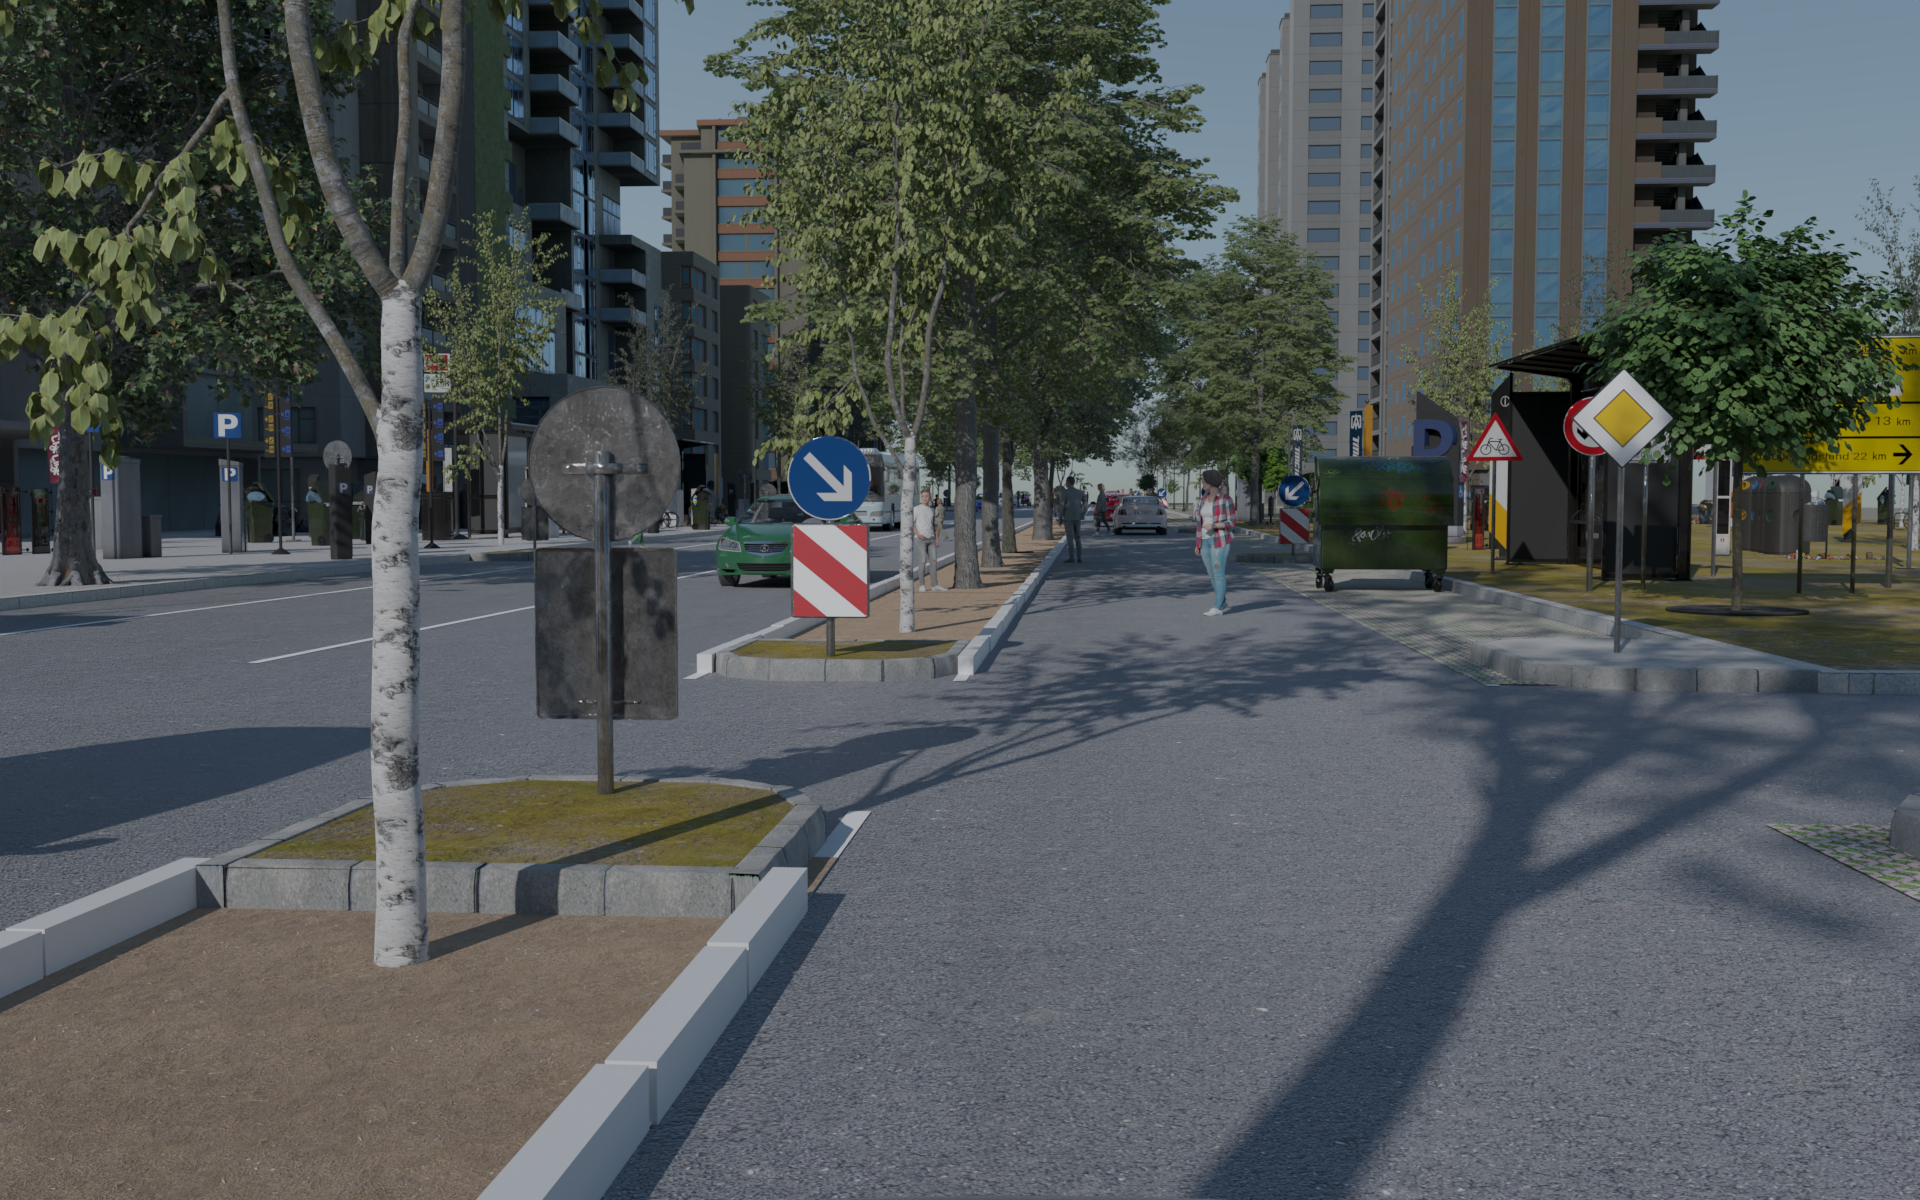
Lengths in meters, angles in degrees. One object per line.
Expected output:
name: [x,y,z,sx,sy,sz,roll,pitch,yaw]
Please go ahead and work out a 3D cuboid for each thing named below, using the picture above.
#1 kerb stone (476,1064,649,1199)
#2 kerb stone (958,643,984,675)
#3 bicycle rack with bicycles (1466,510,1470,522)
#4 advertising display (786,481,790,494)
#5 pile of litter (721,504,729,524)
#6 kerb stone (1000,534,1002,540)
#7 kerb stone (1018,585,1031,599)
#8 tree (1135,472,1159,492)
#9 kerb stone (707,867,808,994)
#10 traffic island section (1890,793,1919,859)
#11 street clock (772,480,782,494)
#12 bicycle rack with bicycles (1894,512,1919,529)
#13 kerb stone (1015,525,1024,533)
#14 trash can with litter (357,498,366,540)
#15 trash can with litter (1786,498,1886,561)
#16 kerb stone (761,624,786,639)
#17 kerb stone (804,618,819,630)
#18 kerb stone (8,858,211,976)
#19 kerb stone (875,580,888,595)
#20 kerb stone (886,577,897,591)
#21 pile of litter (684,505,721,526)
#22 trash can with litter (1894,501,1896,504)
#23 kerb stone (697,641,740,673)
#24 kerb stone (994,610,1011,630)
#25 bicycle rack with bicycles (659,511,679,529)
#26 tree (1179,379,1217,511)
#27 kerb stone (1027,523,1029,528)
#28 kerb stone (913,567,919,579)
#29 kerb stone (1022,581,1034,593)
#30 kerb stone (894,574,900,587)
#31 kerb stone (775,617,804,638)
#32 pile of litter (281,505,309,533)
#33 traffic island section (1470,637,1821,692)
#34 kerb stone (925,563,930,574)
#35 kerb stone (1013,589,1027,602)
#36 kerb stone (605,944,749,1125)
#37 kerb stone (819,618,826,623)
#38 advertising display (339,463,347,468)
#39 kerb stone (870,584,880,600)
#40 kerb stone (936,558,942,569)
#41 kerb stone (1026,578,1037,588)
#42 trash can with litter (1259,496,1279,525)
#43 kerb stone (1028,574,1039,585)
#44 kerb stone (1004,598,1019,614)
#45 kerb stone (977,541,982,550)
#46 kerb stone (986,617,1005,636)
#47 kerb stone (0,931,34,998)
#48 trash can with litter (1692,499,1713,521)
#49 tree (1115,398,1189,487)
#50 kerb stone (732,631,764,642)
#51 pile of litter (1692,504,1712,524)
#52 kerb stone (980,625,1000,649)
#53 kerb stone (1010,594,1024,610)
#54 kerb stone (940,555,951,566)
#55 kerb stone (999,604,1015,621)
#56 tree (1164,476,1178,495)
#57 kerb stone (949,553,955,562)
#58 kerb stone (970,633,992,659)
kerb stone: [-0.800,1.150,3.404,0.120,0.150,1.000,0,4,5]
kerb stone: [0.085,0.488,14.211,0.120,0.150,1.000,0,4,5]
bicycle rack with bicycles: [21.350,-3.935,77.727,2.925,0.926,2.852,1,4,20]
advertising display: [-8.391,-4.939,85.960,0.123,1.923,0.974,1,4,16]
pile of litter: [-10.393,-3.639,73.456,1.176,0.858,1.719,2,4,28]
kerb stone: [1.484,-2.143,57.282,0.120,0.150,1.000,0,4,5]
kerb stone: [0.844,-0.073,23.411,0.120,0.150,1.000,0,4,5]
tree: [25.676,-15.458,236.448,4.285,4.588,4.351,0,3,0]
kerb stone: [-0.624,1.024,5.455,0.120,0.150,1.000,0,4,5]
traffic island section: [4.690,0.992,6.068,2.009,0.180,2.903,0,4,5]
street clock: [-9.183,-5.048,87.103,0.471,2.002,0.358,-1,4,-17]
bicycle rack with bicycles: [35.139,-2.978,62.072,2.925,0.926,2.852,-1,4,-16]
kerb stone: [2.309,-2.766,67.491,0.120,0.150,1.000,0,4,5]
trash can with litter: [-16.050,-2.224,47.744,1.055,1.170,0.624,-1,4,-20]
trash can with litter: [17.199,-1.402,33.979,2.233,1.210,1.678,0,4,6]
kerb stone: [-1.823,0.362,16.422,0.120,0.150,1.000,0,4,5]
kerb stone: [-1.669,0.227,18.489,0.120,0.150,1.000,0,4,5]
kerb stone: [-2.717,1.014,5.610,0.120,0.150,1.000,0,4,5]
kerb stone: [-1.174,-0.148,24.610,0.120,0.150,1.000,0,4,5]
kerb stone: [-1.086,-0.210,25.629,0.120,0.150,1.000,0,4,5]
pile of litter: [-10.591,-3.397,69.505,1.719,0.858,1.176,0,4,-5]
trash can with litter: [45.523,-4.496,84.903,0.624,1.170,1.055,2,4,30]
kerb stone: [-2.008,0.478,14.373,0.120,0.150,1.000,0,4,5]
kerb stone: [0.423,0.239,18.287,0.120,0.150,1.000,0,4,5]
bicycle rack with bicycles: [-11.743,-3.123,64.441,2.925,0.926,2.852,-1,4,-18]
tree: [17.939,-12.239,134.524,7.601,10.594,8.767,1,4,15]
kerb stone: [2.653,-3.020,71.573,0.120,0.150,1.000,0,4,5]
kerb stone: [-0.755,-0.459,29.723,0.120,0.150,1.000,0,4,5]
kerb stone: [0.926,-0.137,24.430,0.120,0.150,1.000,0,4,5]
kerb stone: [-1.003,-0.267,26.652,0.120,0.150,1.000,0,4,5]
kerb stone: [-1.748,0.290,17.460,0.120,0.150,1.000,0,4,5]
pile of litter: [-22.310,-2.684,57.851,1.719,0.858,1.176,0,4,-1]
traffic island section: [5.337,0.505,14.027,2.009,0.180,2.903,0,4,5]
kerb stone: [-0.675,-0.523,30.744,0.120,0.150,1.000,0,4,5]
kerb stone: [0.749,-0.012,22.389,0.120,0.150,1.000,0,4,5]
kerb stone: [-0.706,1.090,4.430,0.120,0.150,1.000,0,4,5]
kerb stone: [-1.586,0.164,19.508,0.120,0.150,1.000,0,4,5]
advertising display: [-12.783,-1.879,35.934,0.123,1.923,0.974,-1,4,-17]
kerb stone: [-1.247,-0.085,23.591,0.120,0.150,1.000,0,4,5]
kerb stone: [-0.500,-0.645,32.787,0.120,0.150,1.000,0,4,5]
kerb stone: [1.009,-0.191,25.449,0.120,0.150,1.000,0,4,5]
trash can with litter: [13.002,-3.801,73.210,1.678,1.210,2.233,1,4,15]
kerb stone: [1.083,-0.256,26.472,0.120,0.150,1.000,0,4,5]
kerb stone: [0.579,0.115,20.340,0.120,0.150,1.000,0,4,5]
kerb stone: [0.573,-1.459,46.058,0.120,0.150,1.000,0,4,5]
kerb stone: [0.334,0.302,17.269,0.120,0.150,1.000,0,4,5]
kerb stone: [-2.793,1.077,4.591,0.120,0.150,1.000,0,4,5]
trash can with litter: [35.576,-4.384,83.066,1.055,1.170,0.624,0,4,2]
tree: [23.895,-18.620,214.802,12.009,13.543,11.850,0,3,0]
kerb stone: [-1.919,0.417,15.404,0.120,0.150,1.000,0,4,5]
pile of litter: [31.644,-3.646,73.573,1.176,0.858,1.719,-2,4,-30]
kerb stone: [0.260,0.367,16.247,0.120,0.150,1.000,0,4,5]
kerb stone: [0.671,0.057,21.370,0.120,0.150,1.000,0,4,5]
kerb stone: [-0.338,-0.772,34.824,0.120,0.150,1.000,0,4,5]
kerb stone: [0.500,0.176,19.313,0.120,0.150,1.000,0,4,5]
tree: [22.179,-11.404,181.053,1.663,3.219,1.824,0,3,0]
kerb stone: [-0.258,-0.835,35.843,0.120,0.150,1.000,0,4,5]
kerb stone: [0.166,0.426,15.229,0.120,0.150,1.000,0,4,5]
